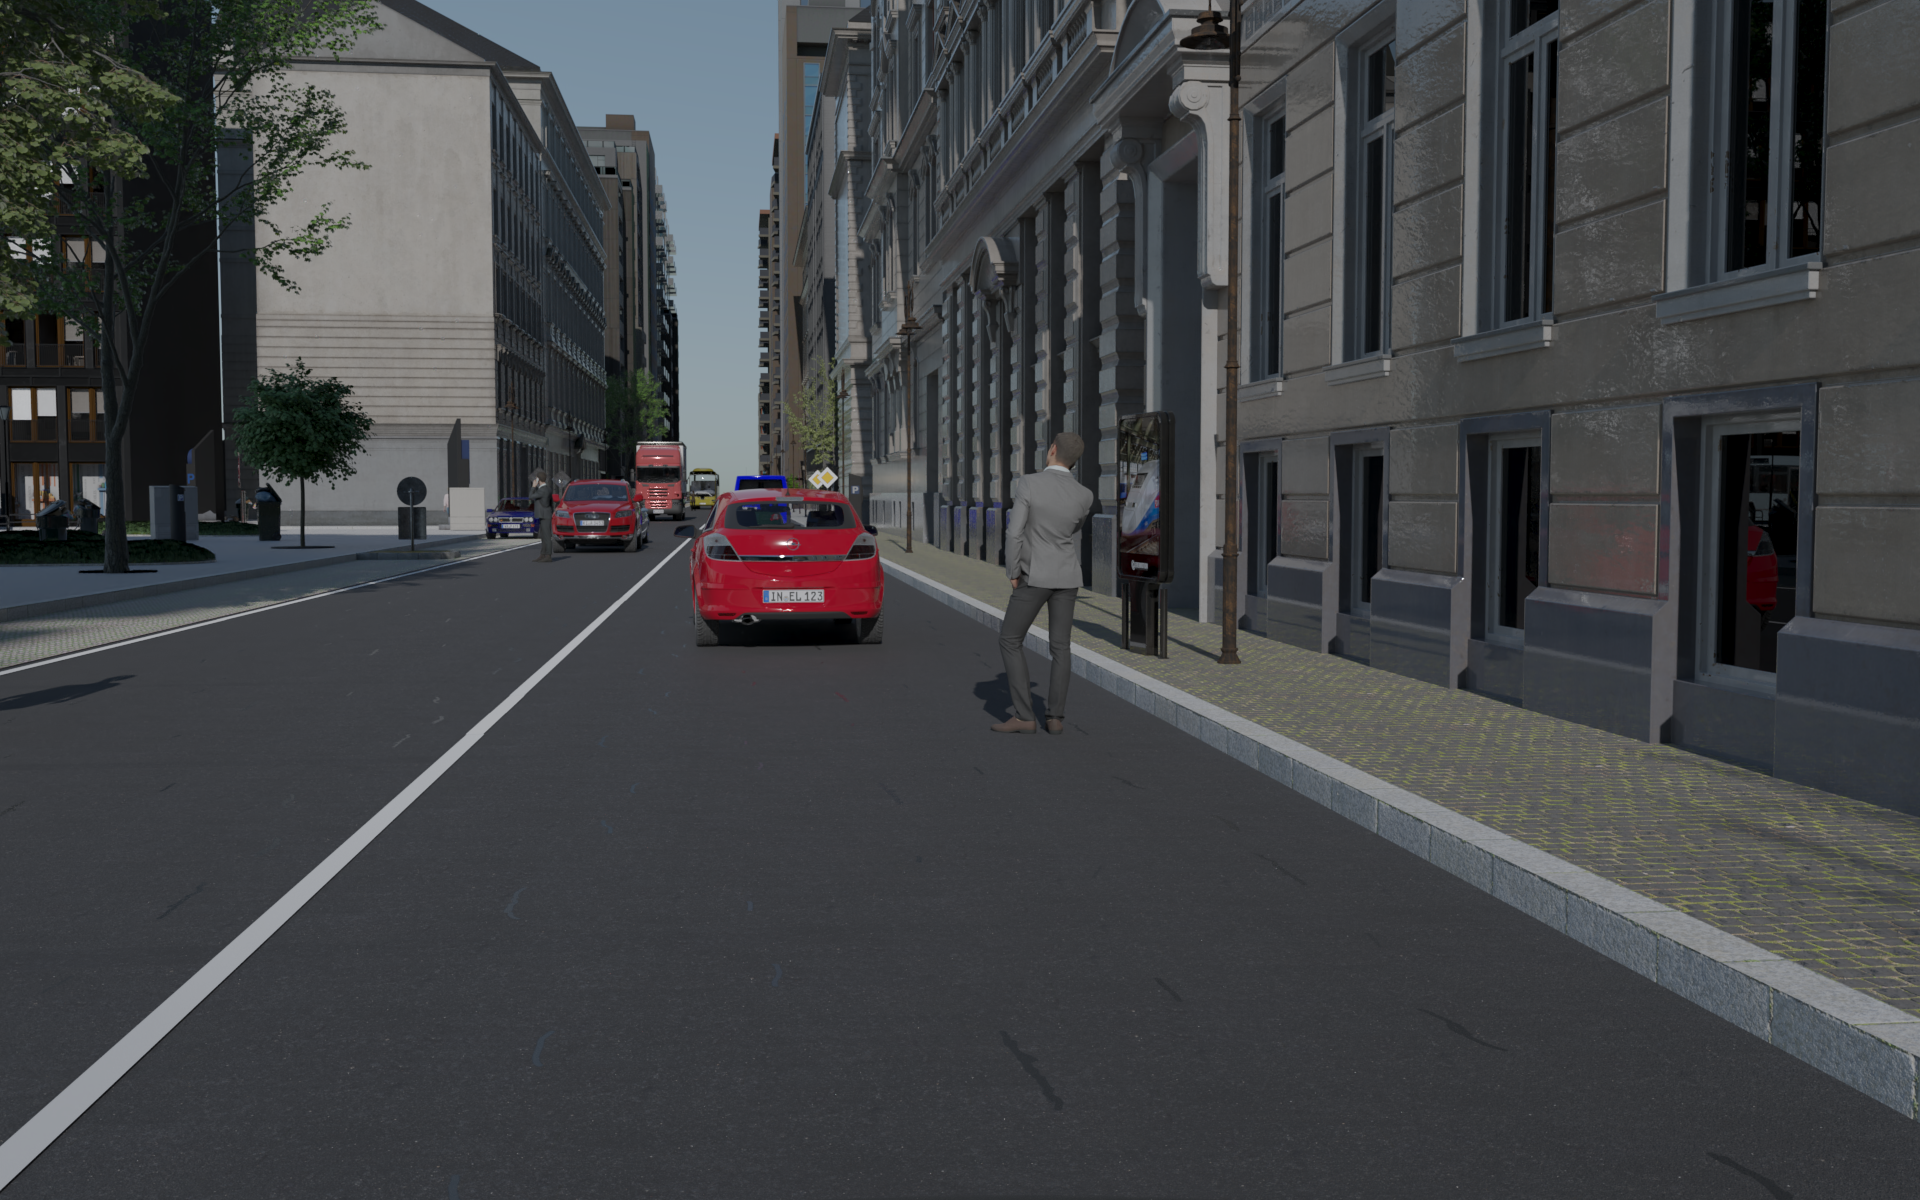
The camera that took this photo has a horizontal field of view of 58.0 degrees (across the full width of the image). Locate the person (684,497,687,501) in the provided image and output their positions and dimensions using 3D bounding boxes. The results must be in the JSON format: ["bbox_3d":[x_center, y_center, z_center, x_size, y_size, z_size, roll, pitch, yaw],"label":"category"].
[{"bbox_3d":[-35.142,-12.993,221.618,0.721,1.739,1.217,0,4,5],"label":"person"}]

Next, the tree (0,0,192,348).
[{"bbox_3d":[-11.074,-6.016,16.486,7.486,12.596,7.792,0,3,0],"label":"tree"}]

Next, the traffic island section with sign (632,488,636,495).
[{"bbox_3d":[-22.636,-6.830,120.303,1.989,1.847,2.006,0,4,-7],"label":"traffic island section with sign"}]

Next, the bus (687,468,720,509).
[{"bbox_3d":[-24.337,-10.611,165.034,2.896,3.916,12.252,0,4,-6],"label":"bus"}]

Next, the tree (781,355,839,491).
[{"bbox_3d":[-6.776,-8.483,89.053,4.737,8.622,4.395,0,3,0],"label":"tree"}]

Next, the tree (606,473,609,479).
[{"bbox_3d":[-27.351,-8.478,133.211,1.663,3.219,1.824,0,3,0],"label":"tree"}]

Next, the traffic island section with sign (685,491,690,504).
[{"bbox_3d":[-42.838,-16.514,278.627,1.989,1.847,2.006,0,4,-7],"label":"traffic island section with sign"}]

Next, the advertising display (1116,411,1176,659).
[{"bbox_3d":[1.477,-0.528,13.852,0.123,1.923,0.974,-1,4,-15],"label":"advertising display"}]

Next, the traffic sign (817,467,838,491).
[{"bbox_3d":[-4.908,-3.701,64.162,0.795,2.450,0.064,0,4,-7],"label":"traffic sign"}]

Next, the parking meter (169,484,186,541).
[{"bbox_3d":[-20.409,-2.250,45.193,0.372,1.533,0.369,0,3,0],"label":"parking meter"}]

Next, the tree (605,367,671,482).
[{"bbox_3d":[-27.217,-13.174,141.150,9.928,11.665,9.643,0,3,0],"label":"tree"}]

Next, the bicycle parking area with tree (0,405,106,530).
[{"bbox_3d":[-33.460,-4.253,56.545,8.231,4.147,9.016,1,4,19],"label":"bicycle parking area with tree"}]

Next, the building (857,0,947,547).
[{"bbox_3d":[4.254,-16.220,52.595,14.401,28.519,23.554,0,4,-7],"label":"building"}]

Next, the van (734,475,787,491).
[{"bbox_3d":[-6.781,-3.339,58.973,2.240,2.365,5.245,0,4,-7],"label":"van"}]

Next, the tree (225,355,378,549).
[{"bbox_3d":[-15.571,-3.501,40.960,4.285,4.588,4.351,0,3,0],"label":"tree"}]

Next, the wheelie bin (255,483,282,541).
[{"bbox_3d":[-18.975,-2.423,47.518,0.693,1.594,0.980,-2,4,-25],"label":"wheelie bin"}]

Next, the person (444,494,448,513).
[{"bbox_3d":[-19.444,-3.507,66.516,0.731,1.740,0.598,-1,4,-18],"label":"person"}]

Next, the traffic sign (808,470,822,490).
[{"bbox_3d":[-5.920,-4.186,72.083,0.795,2.450,0.064,0,4,-7],"label":"traffic sign"}]

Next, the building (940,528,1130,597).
[{"bbox_3d":[5.466,-12.337,30.588,11.050,23.489,19.941,0,4,-7],"label":"building"}]

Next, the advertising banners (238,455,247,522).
[{"bbox_3d":[-30.008,-4.659,72.370,0.090,3.025,2.074,-1,4,-15],"label":"advertising banners"}]

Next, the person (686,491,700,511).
[{"bbox_3d":[-22.784,-8.481,147.880,1.217,1.735,0.721,-1,4,-21],"label":"person"}]

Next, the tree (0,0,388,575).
[{"bbox_3d":[-13.592,-6.250,27.946,9.928,11.665,9.643,0,3,0],"label":"tree"}]

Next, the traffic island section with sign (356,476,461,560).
[{"bbox_3d":[-12.183,-1.822,38.419,1.989,1.847,2.006,0,4,-7],"label":"traffic island section with sign"}]

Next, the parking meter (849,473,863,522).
[{"bbox_3d":[-2.905,-2.610,48.377,0.399,1.863,0.255,0,4,-1],"label":"parking meter"}]

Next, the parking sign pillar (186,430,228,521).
[{"bbox_3d":[-31.676,-5.125,72.263,1.447,3.967,1.447,1,4,12],"label":"parking sign pillar"}]

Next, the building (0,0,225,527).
[{"bbox_3d":[-41.034,-14.834,72.217,15.834,23.373,12.332,0,4,-7],"label":"building"}]

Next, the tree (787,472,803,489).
[{"bbox_3d":[-14.677,-9.512,150.124,1.663,3.219,1.824,0,3,0],"label":"tree"}]

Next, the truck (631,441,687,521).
[{"bbox_3d":[-16.249,-6.450,94.373,2.839,4.237,11.283,0,4,-8],"label":"truck"}]

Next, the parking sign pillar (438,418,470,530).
[{"bbox_3d":[-18.045,-4.516,62.306,1.447,3.967,1.447,-2,4,-32],"label":"parking sign pillar"}]

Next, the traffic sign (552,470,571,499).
[{"bbox_3d":[-16.283,-4.107,70.785,0.795,2.450,0.064,0,4,-7],"label":"traffic sign"}]

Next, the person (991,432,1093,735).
[{"bbox_3d":[0.493,-0.105,10.401,0.592,1.802,0.473,-1,4,-10],"label":"person"}]

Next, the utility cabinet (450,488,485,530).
[{"bbox_3d":[-17.300,-3.190,60.835,1.173,1.500,0.318,-1,4,-14],"label":"utility cabinet"}]

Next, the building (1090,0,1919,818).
[{"bbox_3d":[9.460,-13.754,10.782,13.634,28.700,20.117,0,4,-7],"label":"building"}]

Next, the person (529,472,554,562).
[{"bbox_3d":[-8.801,-1.744,36.378,0.474,1.900,0.648,0,4,-7],"label":"person"}]

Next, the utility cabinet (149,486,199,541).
[{"bbox_3d":[-21.284,-2.339,46.925,0.318,1.500,1.173,3,5,41],"label":"utility cabinet"}]

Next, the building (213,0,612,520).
[{"bbox_3d":[-31.745,-20.295,108.242,17.030,29.872,44.131,0,4,-7],"label":"building"}]

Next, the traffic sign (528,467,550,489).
[{"bbox_3d":[-15.271,-3.622,62.864,0.795,2.450,0.064,0,4,-7],"label":"traffic sign"}]
